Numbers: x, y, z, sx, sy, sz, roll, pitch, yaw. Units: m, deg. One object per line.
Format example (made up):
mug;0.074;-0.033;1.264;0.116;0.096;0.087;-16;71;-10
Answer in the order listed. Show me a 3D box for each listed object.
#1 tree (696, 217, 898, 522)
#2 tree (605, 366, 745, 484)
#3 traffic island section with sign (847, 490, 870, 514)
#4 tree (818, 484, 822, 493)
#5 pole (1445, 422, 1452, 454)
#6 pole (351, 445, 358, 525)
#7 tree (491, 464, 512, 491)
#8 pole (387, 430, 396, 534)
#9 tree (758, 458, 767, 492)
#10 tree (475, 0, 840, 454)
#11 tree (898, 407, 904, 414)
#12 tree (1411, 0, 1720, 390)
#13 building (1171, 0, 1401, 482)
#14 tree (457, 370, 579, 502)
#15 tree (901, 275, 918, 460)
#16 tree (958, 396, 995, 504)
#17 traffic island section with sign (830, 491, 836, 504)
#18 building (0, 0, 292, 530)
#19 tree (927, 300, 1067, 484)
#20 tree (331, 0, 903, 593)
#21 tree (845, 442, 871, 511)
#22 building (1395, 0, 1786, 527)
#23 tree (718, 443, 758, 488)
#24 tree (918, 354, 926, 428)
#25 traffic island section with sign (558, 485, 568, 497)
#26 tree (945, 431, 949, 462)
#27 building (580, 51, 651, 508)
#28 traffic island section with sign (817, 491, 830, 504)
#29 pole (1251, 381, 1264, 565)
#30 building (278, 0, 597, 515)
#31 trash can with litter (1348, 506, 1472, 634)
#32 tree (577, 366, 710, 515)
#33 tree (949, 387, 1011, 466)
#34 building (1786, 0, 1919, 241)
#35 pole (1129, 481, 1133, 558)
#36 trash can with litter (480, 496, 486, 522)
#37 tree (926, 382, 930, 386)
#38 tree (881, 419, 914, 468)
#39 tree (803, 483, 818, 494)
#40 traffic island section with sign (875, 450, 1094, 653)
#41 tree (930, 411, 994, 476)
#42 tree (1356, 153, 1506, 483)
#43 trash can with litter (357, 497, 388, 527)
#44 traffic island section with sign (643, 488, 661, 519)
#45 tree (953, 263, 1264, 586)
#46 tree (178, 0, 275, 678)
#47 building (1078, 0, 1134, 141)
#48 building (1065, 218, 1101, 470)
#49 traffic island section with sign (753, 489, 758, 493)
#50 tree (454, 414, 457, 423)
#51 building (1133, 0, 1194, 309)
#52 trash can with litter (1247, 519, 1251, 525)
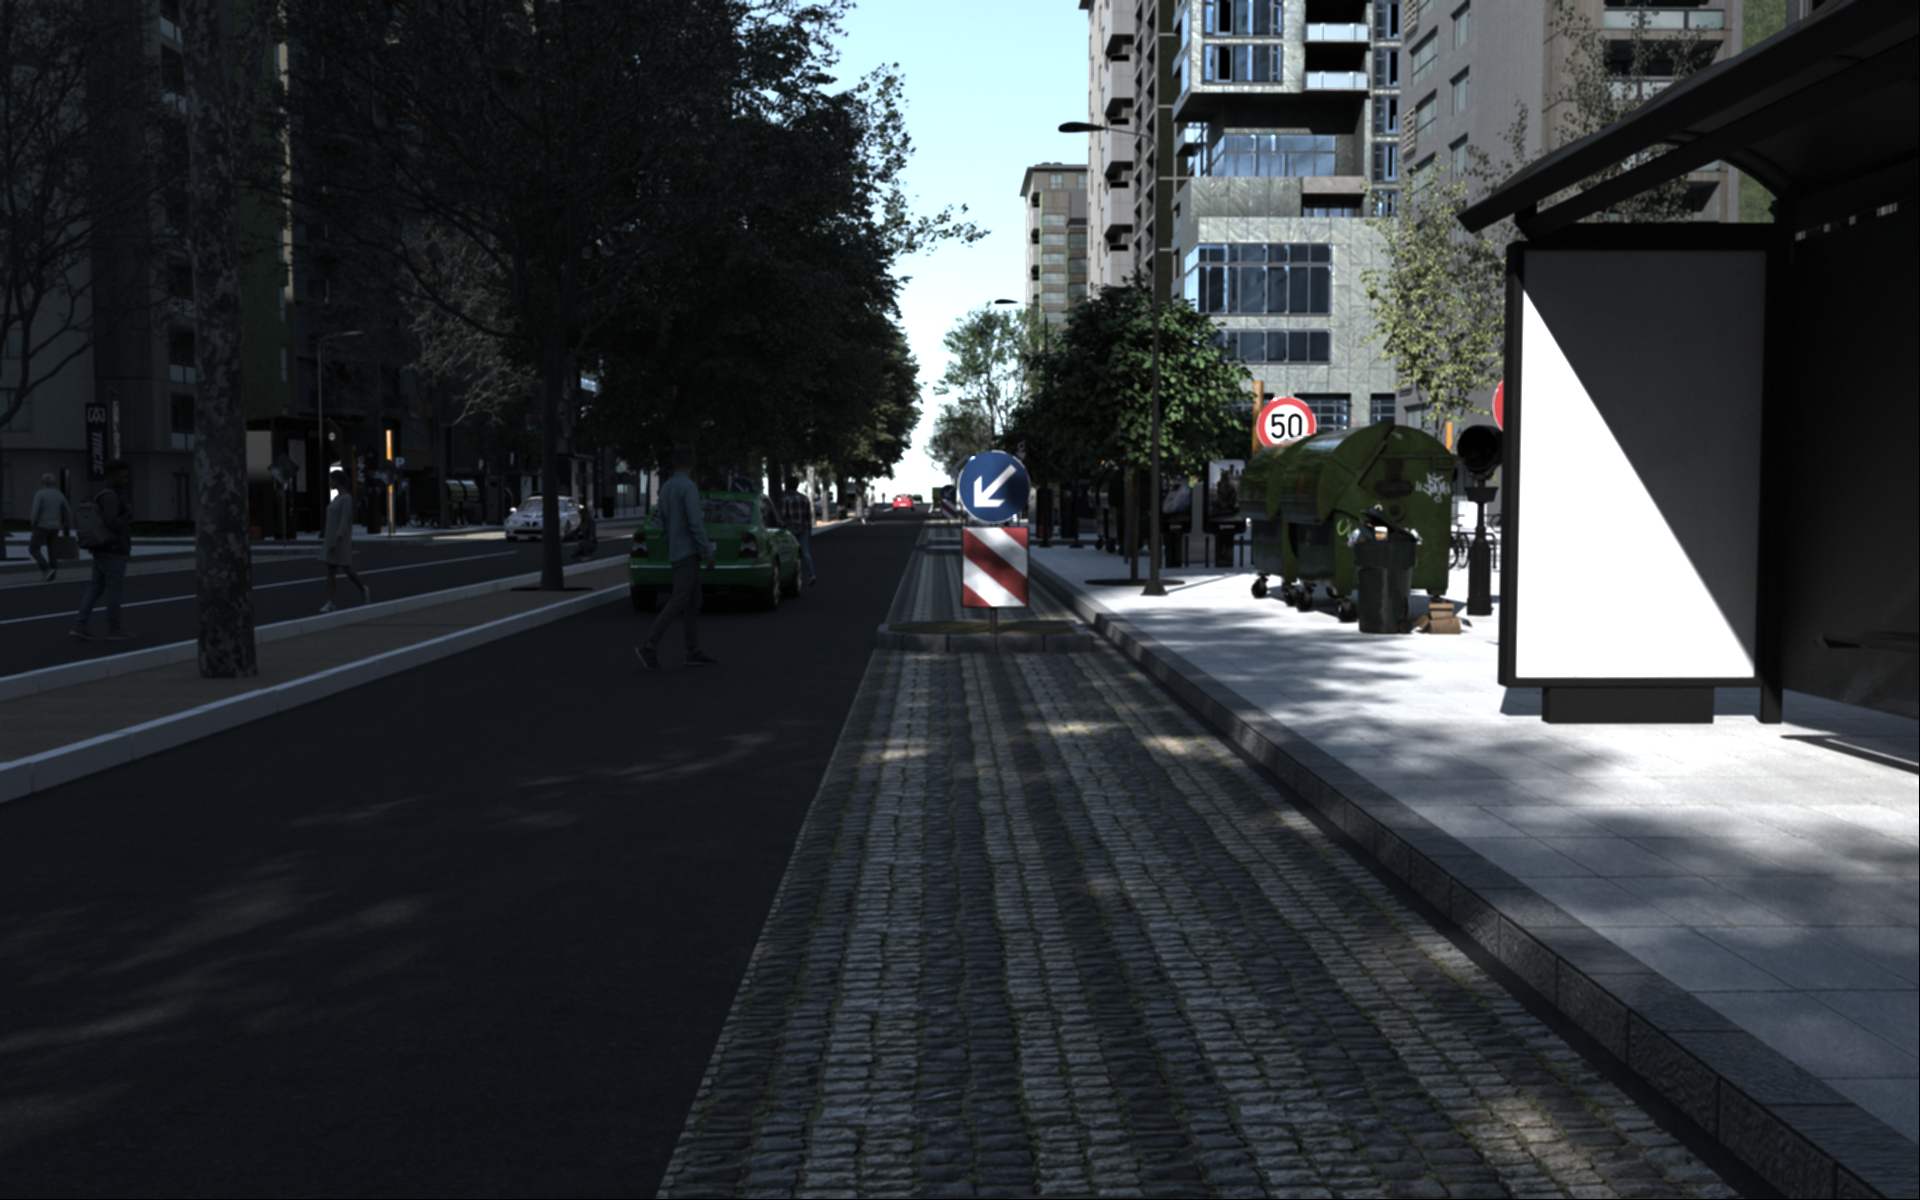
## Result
tree;-6.408;-8.842;65.147;7.486;12.596;7.792;0;3;0
tree;-19.413;-12.278;117.747;9.611;12.733;9.660;0;3;0
traffic island section with sign;-7.167;-7.113;124.432;2.006;1.907;1.989;0;4;-1
tree;-22.573;-16.998;272.519;1.663;3.219;1.824;0;3;0
pole;13.793;-3.370;48.950;0.158;3.312;0.155;0;3;0
pole;-25.348;-4.810;72.480;0.158;3.312;0.155;0;3;0
tree;-29.270;-7.065;110.118;1.663;3.219;1.824;0;3;0
pole;-18.208;-3.766;55.416;0.158;3.312;0.155;0;3;0
tree;-20.618;-13.443;170.149;4.737;8.622;4.395;0;3;0
tree;-5.952;-7.859;37.615;9.857;13.997;8.962;0;3;0
tree;-6.717;-10.196;87.288;7.486;12.596;7.792;0;3;0
tree;9.049;-4.585;25.323;4.360;8.622;3.978;0;3;0
building;21.231;-48.337;102.979;22.319;86.520;31.000;0;4;-1
tree;-19.666;-7.847;78.662;4.360;8.622;3.978;0;3;0
tree;-6.007;-9.006;56.354;9.857;13.997;8.962;0;3;0
tree;0.137;-18.756;217.035;12.009;13.543;11.850;0;3;0
traffic island section with sign;-19.204;-15.316;259.047;1.989;1.847;2.006;0;4;-1
building;-35.313;-23.370;65.691;14.154;41.232;14.086;0;4;-1
tree;2.219;-10.142;91.581;9.928;11.665;9.643;0;3;0
tree;-6.063;-6.881;25.325;12.009;13.543;11.850;0;3;0
tree;-6.860;-9.241;103.907;4.360;8.622;3.978;0;3;0
building;26.131;-23.548;68.601;14.086;41.232;14.154;0;4;-1
tree;-21.144;-12.428;153.567;4.737;8.622;4.395;0;3;0
tree;-6.568;-11.431;96.003;9.857;13.997;8.962;0;3;0
traffic island section with sign;-16.636;-3.869;71.885;1.989;1.847;2.006;0;4;-1
tree;0.904;-12.551;155.578;4.360;8.622;3.978;0;3;0
building;-42.015;-52.254;167.021;22.319;86.520;31.000;0;4;-1
traffic island section with sign;-18.836;-13.668;232.094;1.989;1.847;2.006;0;4;-1
pole;5.381;-2.293;31.340;0.158;3.312;0.155;0;3;0
building;-41.771;-29.590;138.418;22.147;44.769;28.867;0;4;-1
trash can with litter;4.162;-0.284;16.039;1.055;1.170;0.624;0;4;0
tree;-19.061;-10.437;105.063;8.767;10.594;7.601;-1;4;-8
tree;1.875;-10.215;117.378;4.360;8.622;3.978;0;3;0
building;20.910;-13.727;17.939;14.314;27.812;24.014;0;4;-1
pole;3.432;-2.503;34.775;0.158;3.312;0.155;0;3;0
trash can with litter;-21.957;-4.183;79.783;0.624;1.170;1.055;0;4;-5
tree;-6.421;-12.345;110.946;9.857;13.997;8.962;0;3;0
tree;-7.127;-11.213;120.198;8.767;10.594;7.601;0;4;-1
tree;-21.554;-15.283;244.479;1.663;3.219;1.824;0;3;0
traffic island section with sign;0.195;-0.481;16.498;1.989;1.847;2.006;0;4;-1
tree;1.131;-15.573;189.032;7.601;10.594;8.767;3;5;42
tree;10.398;-5.335;37.597;4.737;8.622;4.395;0;3;0
trash can with litter;-23.101;-3.469;68.112;1.055;1.170;0.624;-3;5;-44
traffic island section with sign;-17.012;-5.533;99.087;1.989;1.847;2.006;0;4;-1
tree;2.541;-2.504;24.655;4.285;4.588;4.351;0;3;0
tree;-4.512;-9.405;12.119;12.611;20.169;13.585;0;3;0
building;26.348;-34.977;161.111;28.713;52.752;27.495;0;4;-1
building;17.949;-25.159;183.047;14.160;30.474;14.107;0;4;-1
traffic island section with sign;-17.690;-8.602;149.273;1.989;1.847;2.006;0;4;-1
tree;-28.513;-9.452;104.903;4.360;8.622;3.978;0;3;0
building;22.850;-42.706;136.490;20.563;71.187;20.611;0;4;-1
trash can with litter;11.988;-3.752;72.736;1.055;1.170;0.624;0;4;-4
